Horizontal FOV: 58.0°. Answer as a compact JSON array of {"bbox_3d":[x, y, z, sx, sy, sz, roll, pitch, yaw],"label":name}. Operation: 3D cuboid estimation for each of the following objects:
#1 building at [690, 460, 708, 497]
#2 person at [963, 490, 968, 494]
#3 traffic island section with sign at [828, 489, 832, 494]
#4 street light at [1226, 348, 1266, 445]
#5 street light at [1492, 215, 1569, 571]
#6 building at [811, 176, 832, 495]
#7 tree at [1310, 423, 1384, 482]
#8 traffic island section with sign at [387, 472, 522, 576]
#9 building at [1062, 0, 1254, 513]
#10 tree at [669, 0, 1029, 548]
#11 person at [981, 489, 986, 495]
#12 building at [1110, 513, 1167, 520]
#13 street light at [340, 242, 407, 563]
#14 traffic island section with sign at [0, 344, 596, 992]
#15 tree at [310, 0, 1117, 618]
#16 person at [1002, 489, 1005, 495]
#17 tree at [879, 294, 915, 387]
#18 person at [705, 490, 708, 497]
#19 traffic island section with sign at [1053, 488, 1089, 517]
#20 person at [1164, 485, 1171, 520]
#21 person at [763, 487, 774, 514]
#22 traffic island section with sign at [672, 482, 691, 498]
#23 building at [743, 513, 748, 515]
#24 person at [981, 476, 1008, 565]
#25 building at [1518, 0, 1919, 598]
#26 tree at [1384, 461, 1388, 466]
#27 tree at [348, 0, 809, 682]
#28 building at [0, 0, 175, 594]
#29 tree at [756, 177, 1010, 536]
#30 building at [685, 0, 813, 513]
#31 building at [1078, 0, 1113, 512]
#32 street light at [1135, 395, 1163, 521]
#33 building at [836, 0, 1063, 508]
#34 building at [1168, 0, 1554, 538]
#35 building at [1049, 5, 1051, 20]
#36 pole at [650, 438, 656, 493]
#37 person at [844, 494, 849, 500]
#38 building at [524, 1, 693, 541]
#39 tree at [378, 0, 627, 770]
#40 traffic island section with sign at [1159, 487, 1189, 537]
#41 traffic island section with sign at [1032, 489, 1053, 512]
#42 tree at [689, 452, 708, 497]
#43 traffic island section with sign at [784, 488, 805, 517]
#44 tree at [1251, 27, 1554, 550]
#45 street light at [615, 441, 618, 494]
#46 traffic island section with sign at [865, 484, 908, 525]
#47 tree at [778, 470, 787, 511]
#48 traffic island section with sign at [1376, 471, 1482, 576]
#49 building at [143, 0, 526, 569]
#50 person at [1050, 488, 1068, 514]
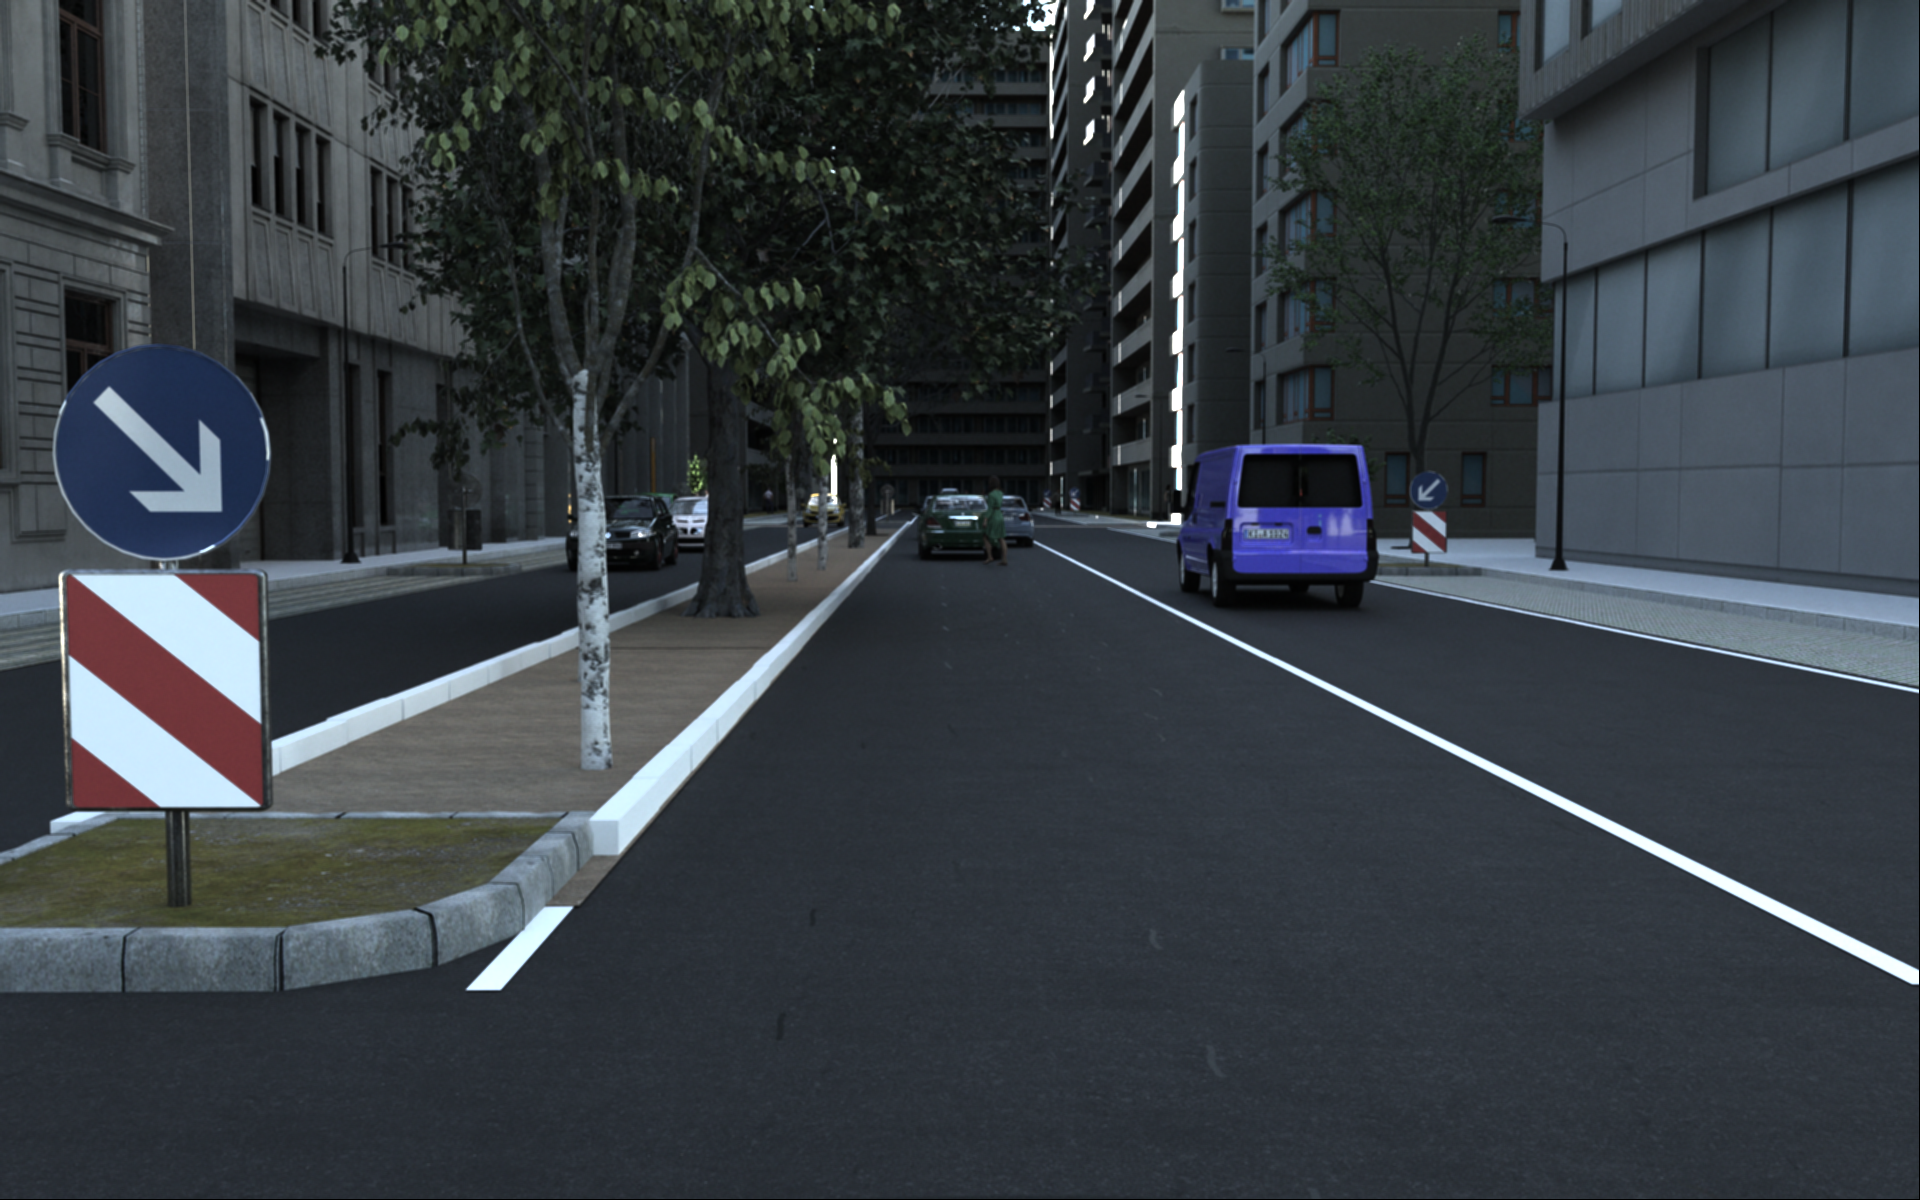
[{"bbox_3d":[-28.746,-24.510,92.615,32.217,40.220,23.993,0,4,-1],"label":"building"},{"bbox_3d":[0.377,-4.952,90.935,0.593,1.643,0.415,-1,4,-22],"label":"person"},{"bbox_3d":[-10.314,-7.756,135.439,1.989,1.847,2.006,0,4,-1],"label":"traffic island section with sign"},{"bbox_3d":[9.157,-5.060,55.277,1.470,5.913,1.316,0,4,-1],"label":"street light"},{"bbox_3d":[9.562,-3.455,29.039,1.470,5.913,1.316,0,4,-1],"label":"street light"},{"bbox_3d":[-19.984,-29.806,170.915,14.086,41.232,14.154,0,4,-1],"label":"building"},{"bbox_3d":[9.960,-3.157,46.212,1.663,3.219,1.824,0,3,0],"label":"tree"},{"bbox_3d":[-8.952,-1.365,30.941,1.989,1.847,2.006,0,4,-1],"label":"traffic island section with sign"},{"bbox_3d":[18.942,-31.963,146.300,21.300,48.544,21.600,0,4,-1],"label":"building"},{"bbox_3d":[-3.969,-11.483,46.091,12.611,20.169,13.585,0,3,0],"label":"tree"},{"bbox_3d":[1.591,-6.278,111.868,1.217,1.743,0.721,-2,4,-35],"label":"person"},{"bbox_3d":[20.071,-28.851,95.417,21.300,48.544,21.600,0,4,-1],"label":"building"},{"bbox_3d":[-10.798,-3.640,32.060,1.470,5.913,1.316,0,4,-1],"label":"street light"},{"bbox_3d":[-2.431,0.136,5.920,2.006,1.907,1.989,0,4,-1],"label":"traffic island section with sign"},{"bbox_3d":[-2.779,-6.156,20.121,9.611,12.733,9.660,0,3,0],"label":"tree"},{"bbox_3d":[3.327,-7.655,133.738,0.705,1.814,1.350,-2,4,-34],"label":"person"},{"bbox_3d":[-2.612,-4.874,32.510,4.360,8.622,3.978,0,3,0],"label":"tree"},{"bbox_3d":[-11.765,-4.433,81.112,0.503,1.515,0.523,2,4,26],"label":"person"},{"bbox_3d":[7.058,-6.130,108.850,1.989,1.847,2.006,0,4,-1],"label":"traffic island section with sign"},{"bbox_3d":[10.279,-4.761,84.611,0.721,1.735,1.217,2,4,33],"label":"person"},{"bbox_3d":[-12.268,-6.386,111.398,0.756,1.711,0.436,3,5,39],"label":"person"},{"bbox_3d":[-9.306,-3.013,57.894,1.989,1.847,2.006,0,4,-1],"label":"traffic island section with sign"},{"bbox_3d":[-23.887,-30.060,115.180,21.300,48.544,21.600,0,4,-1],"label":"building"},{"bbox_3d":[0.701,-1.600,34.904,0.529,1.795,0.600,1,4,23],"label":"person"},{"bbox_3d":[24.112,-26.338,19.863,27.495,52.752,28.713,0,4,-1],"label":"building"},{"bbox_3d":[11.079,-3.326,48.979,1.663,3.219,1.824,0,3,0],"label":"tree"},{"bbox_3d":[-2.841,-3.689,13.139,4.360,8.622,3.978,0,3,0],"label":"tree"},{"bbox_3d":[-17.180,-10.998,15.978,11.583,22.565,21.152,0,4,-1],"label":"building"},{"bbox_3d":[-3.019,-8.943,59.039,12.009,13.543,11.850,0,3,0],"label":"tree"},{"bbox_3d":[-23.824,-31.943,145.976,21.600,48.544,21.300,0,4,-1],"label":"building"},{"bbox_3d":[20.209,-28.539,121.243,22.147,44.769,28.867,0,4,-1],"label":"building"},{"bbox_3d":[8.864,-6.639,81.096,1.470,5.913,1.316,0,4,-1],"label":"street light"},{"bbox_3d":[-1.488,-33.734,175.244,21.600,48.544,21.300,0,4,-1],"label":"building"},{"bbox_3d":[23.498,-13.388,63.932,27.650,21.520,28.899,0,4,-1],"label":"building"},{"bbox_3d":[19.655,-44.971,173.522,20.611,71.187,20.563,0,4,-1],"label":"building"},{"bbox_3d":[-11.116,-4.215,62.752,0.158,3.312,0.155,0,3,0],"label":"pole"},{"bbox_3d":[-9.643,-8.850,153.227,1.348,1.821,0.705,-2,4,-34],"label":"person"},{"bbox_3d":[-17.197,-17.366,61.428,11.434,29.767,29.804,0,4,-1],"label":"building"},{"bbox_3d":[-1.848,-3.406,8.512,4.737,8.622,4.395,0,3,0],"label":"tree"},{"bbox_3d":[7.720,-3.017,57.954,1.989,1.847,2.006,0,4,-1],"label":"traffic island section with sign"},{"bbox_3d":[6.703,-7.805,136.245,1.989,1.847,2.006,0,4,-1],"label":"traffic island section with sign"},{"bbox_3d":[-12.078,-5.141,78.654,1.663,3.219,1.824,0,3,0],"label":"tree"},{"bbox_3d":[-9.949,-6.087,108.149,1.989,1.847,2.006,0,4,-1],"label":"traffic island section with sign"},{"bbox_3d":[10.622,-6.984,39.943,9.928,11.665,9.643,0,3,0],"label":"tree"},{"bbox_3d":[-11.074,-5.255,58.462,1.470,5.913,1.316,0,4,-1],"label":"street light"},{"bbox_3d":[-3.415,-4.460,81.052,2.006,1.907,1.989,0,4,-1],"label":"traffic island section with sign"},{"bbox_3d":[-13.600,-8.611,135.392,1.663,3.219,1.824,0,3,0],"label":"tree"},{"bbox_3d":[8.064,-1.368,31.001,1.989,1.847,2.006,0,4,-1],"label":"traffic island section with sign"},{"bbox_3d":[-17.778,-13.378,36.748,12.078,24.808,19.932,0,4,-1],"label":"building"},{"bbox_3d":[6.533,-6.512,114.977,1.348,1.823,0.705,-1,4,-20],"label":"person"}]
